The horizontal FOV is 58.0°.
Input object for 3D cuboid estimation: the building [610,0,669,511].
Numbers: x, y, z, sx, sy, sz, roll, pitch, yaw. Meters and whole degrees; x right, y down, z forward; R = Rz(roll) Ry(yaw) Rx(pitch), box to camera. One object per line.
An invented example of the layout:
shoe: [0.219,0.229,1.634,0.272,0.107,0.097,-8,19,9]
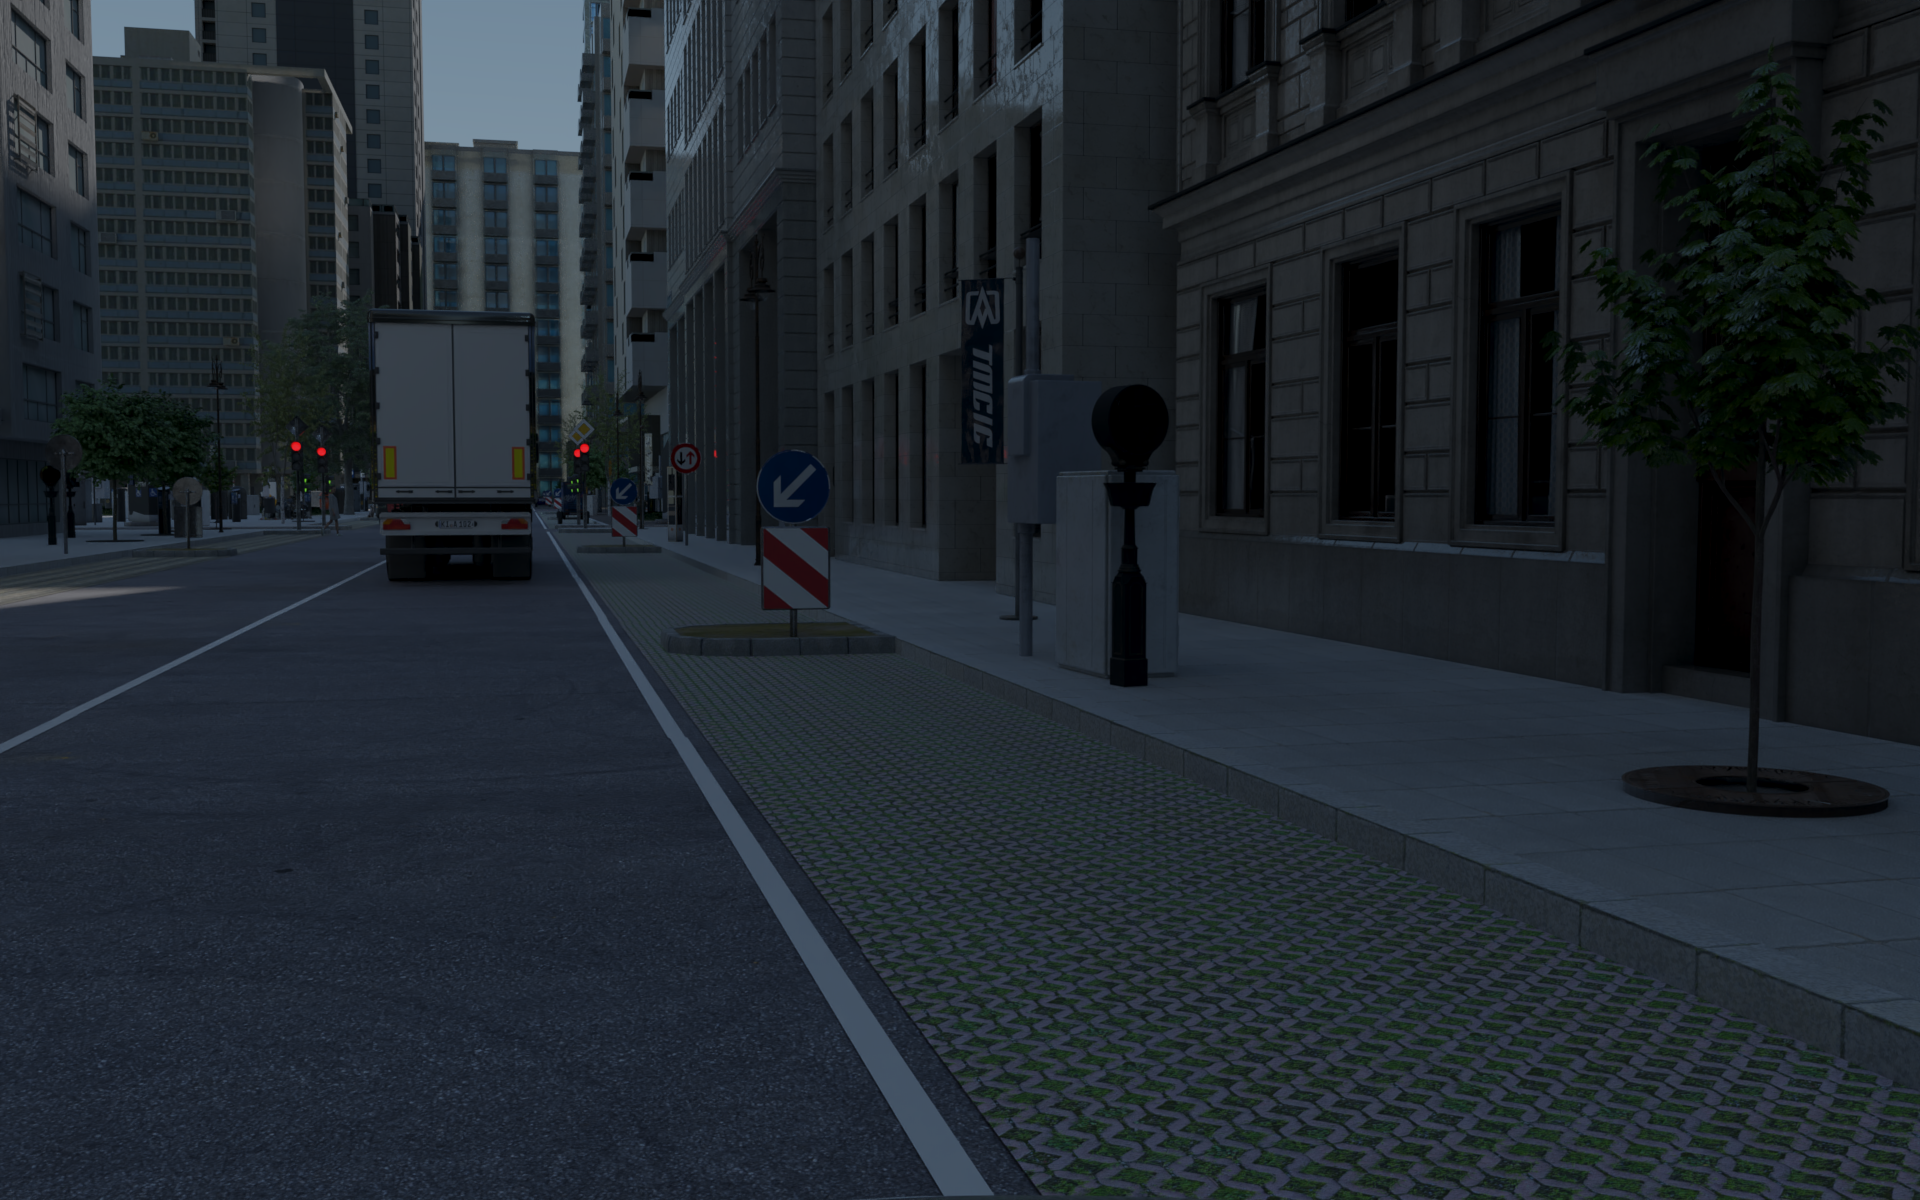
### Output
building: [-11.813,-33.069,129.909,28.713,52.752,27.495,-1,4,-14]

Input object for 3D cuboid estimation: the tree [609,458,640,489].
tree: [-18.082,-5.983,92.428,1.663,3.219,1.824,0,3,0]

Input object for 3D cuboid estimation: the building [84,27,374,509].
building: [-66.195,-27.974,149.255,32.217,40.220,23.993,-1,4,-14]

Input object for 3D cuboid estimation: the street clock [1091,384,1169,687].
street clock: [1.131,-0.427,11.552,0.471,2.002,0.358,-2,4,-26]

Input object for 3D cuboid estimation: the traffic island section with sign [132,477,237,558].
traffic island section with sign: [-17.827,-1.915,39.938,1.989,1.847,2.006,-1,4,-14]

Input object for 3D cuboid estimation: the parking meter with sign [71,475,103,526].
parking meter with sign: [-39.127,-4.954,77.259,0.543,3.016,1.738,1,4,20]

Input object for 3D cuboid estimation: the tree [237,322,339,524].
tree: [-29.231,-7.615,74.862,4.737,8.622,4.395,0,3,0]

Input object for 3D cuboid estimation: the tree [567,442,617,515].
tree: [-22.708,-7.582,107.687,4.285,4.588,4.351,0,3,0]

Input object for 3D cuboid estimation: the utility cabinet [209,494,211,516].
utility cabinet: [-44.073,-5.612,100.441,1.173,1.500,0.318,0,4,4]

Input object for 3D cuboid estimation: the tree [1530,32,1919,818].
tree: [3.492,-0.778,7.323,1.663,3.219,1.824,0,3,0]

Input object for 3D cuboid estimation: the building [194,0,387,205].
building: [-87.417,-48.290,227.796,20.611,71.187,20.563,-1,4,-14]

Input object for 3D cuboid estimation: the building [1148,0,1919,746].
building: [9.006,-8.958,11.094,10.561,19.102,19.286,-1,4,-14]

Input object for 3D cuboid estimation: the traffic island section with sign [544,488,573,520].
traffic island section with sign: [-21.917,-5.357,96.221,1.989,1.847,2.006,-1,4,-14]

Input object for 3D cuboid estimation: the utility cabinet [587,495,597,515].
utility cabinet: [-22.263,-5.725,104.765,0.306,1.237,1.020,-2,4,-31]

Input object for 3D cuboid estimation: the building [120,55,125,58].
building: [-93.490,-34.986,195.714,21.600,48.544,21.300,-1,4,-14]

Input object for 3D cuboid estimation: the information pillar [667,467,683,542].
information pillar: [-7.655,-2.573,46.559,0.304,2.012,0.304,2,4,29]

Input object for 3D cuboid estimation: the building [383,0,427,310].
building: [-73.241,-46.653,201.030,20.611,71.187,20.563,-1,4,-14]

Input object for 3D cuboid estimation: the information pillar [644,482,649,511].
information pillar: [-19.046,-6.179,105.511,0.304,2.012,0.304,1,4,14]

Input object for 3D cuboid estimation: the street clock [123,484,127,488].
street clock: [-58.868,-7.204,122.354,0.358,2.002,0.471,1,4,20]

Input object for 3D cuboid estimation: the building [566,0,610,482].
building: [-35.232,-54.554,204.635,22.319,86.520,31.000,-1,4,-14]

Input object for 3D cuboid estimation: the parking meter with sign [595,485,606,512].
parking meter with sign: [-25.422,-7.635,121.085,1.738,3.016,0.543,2,4,29]

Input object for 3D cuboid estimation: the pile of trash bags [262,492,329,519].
pile of trash bags: [-34.497,-4.930,90.349,1.912,1.369,3.447,3,5,43]

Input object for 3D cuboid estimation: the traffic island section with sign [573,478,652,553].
traffic island section with sign: [-8.398,-2.072,42.513,1.989,1.847,2.006,-1,4,-14]

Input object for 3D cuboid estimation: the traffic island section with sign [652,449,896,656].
traffic island section with sign: [-1.766,-0.461,16.163,1.989,1.847,2.006,-1,4,-14]

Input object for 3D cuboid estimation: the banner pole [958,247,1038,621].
banner pole: [0.384,-1.695,17.723,0.863,3.779,0.401,1,4,19]

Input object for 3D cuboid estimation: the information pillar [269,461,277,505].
information pillar: [-46.739,-7.736,117.832,0.504,3.616,0.183,0,4,5]

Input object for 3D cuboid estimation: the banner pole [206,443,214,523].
banner pole: [-33.831,-5.397,78.250,0.401,3.779,0.863,1,4,12]

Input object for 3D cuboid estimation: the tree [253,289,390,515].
tree: [-37.864,-12.230,106.623,9.857,13.997,8.962,0,3,0]

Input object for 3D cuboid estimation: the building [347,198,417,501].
building: [-61.519,-24.382,170.340,14.160,30.474,14.107,-1,4,-14]

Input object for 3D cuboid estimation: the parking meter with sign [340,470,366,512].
parking meter with sign: [-43.274,-7.792,123.665,0.543,3.016,1.738,2,4,32]

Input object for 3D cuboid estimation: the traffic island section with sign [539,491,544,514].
traffic island section with sign: [-28.560,-6.971,122.611,1.989,1.847,2.006,-1,4,-14]

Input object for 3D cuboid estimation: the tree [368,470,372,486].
tree: [-44.291,-9.202,134.166,4.285,4.588,4.351,0,3,0]

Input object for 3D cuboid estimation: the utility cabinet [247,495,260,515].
utility cabinet: [-43.016,-5.740,105.014,0.306,1.237,1.020,3,4,38]

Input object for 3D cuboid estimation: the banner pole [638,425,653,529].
banner pole: [-11.395,-4.458,62.898,0.401,3.779,0.863,-3,5,-44]

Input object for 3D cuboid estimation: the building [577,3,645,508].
building: [-26.940,-33.996,175.449,23.786,49.044,30.456,-1,4,-14]

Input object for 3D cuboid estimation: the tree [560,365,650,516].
tree: [-20.079,-9.159,100.111,4.737,8.622,4.395,0,3,0]

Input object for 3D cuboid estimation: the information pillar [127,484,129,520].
information pillar: [-39.958,-4.836,83.557,0.304,2.012,0.304,-1,4,-13]

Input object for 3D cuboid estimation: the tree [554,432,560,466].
tree: [-34.347,-12.565,155.801,4.737,8.622,4.395,0,3,0]

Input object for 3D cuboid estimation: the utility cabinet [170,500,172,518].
utility cabinet: [-42.321,-5.126,92.496,0.318,1.500,1.173,-2,4,-28]

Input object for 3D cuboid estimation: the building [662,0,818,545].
building: [-2.008,-16.707,50.649,11.434,29.767,29.804,-1,4,-14]

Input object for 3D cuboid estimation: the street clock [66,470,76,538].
street clock: [-25.961,-2.811,50.530,0.358,2.002,0.471,0,4,-7]

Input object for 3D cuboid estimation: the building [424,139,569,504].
building: [-63.181,-37.747,236.778,30.456,49.044,23.786,-1,4,-14]

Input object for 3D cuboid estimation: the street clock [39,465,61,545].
street clock: [-22.849,-2.384,43.549,0.471,2.002,0.358,-2,4,-24]

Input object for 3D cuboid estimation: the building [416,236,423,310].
building: [-64.833,-25.256,184.640,14.160,30.474,14.107,-1,4,-14]

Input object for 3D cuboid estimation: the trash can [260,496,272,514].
trash can: [-42.934,-5.845,107.225,0.748,1.137,0.748,0,3,0]

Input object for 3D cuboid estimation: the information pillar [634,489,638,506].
information pillar: [-27.266,-8.641,145.774,0.304,2.012,0.304,-2,4,-25]

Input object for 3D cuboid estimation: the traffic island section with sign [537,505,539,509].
traffic island section with sign: [-40.837,-9.956,171.407,1.989,1.847,2.006,-1,4,-14]

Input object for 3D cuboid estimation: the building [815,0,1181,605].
building: [4.139,-10.625,28.466,10.420,20.320,16.860,-1,4,-14]

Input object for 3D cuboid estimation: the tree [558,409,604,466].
tree: [-32.759,-12.207,149.948,4.360,8.622,3.978,0,3,0]

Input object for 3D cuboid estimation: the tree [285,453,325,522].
tree: [-30.365,-5.223,80.004,1.663,3.219,1.824,0,3,0]

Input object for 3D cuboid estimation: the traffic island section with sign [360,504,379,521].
traffic island section with sign: [-31.390,-5.213,93.855,1.989,1.847,2.006,-1,4,-14]

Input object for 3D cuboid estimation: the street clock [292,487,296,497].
street clock: [-52.689,-8.121,137.342,0.471,2.002,0.358,-1,4,-12]

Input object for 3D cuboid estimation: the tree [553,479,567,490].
tree: [-48.882,-13.258,211.361,1.663,3.219,1.824,0,3,0]

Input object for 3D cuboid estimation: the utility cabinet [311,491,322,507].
utility cabinet: [-47.713,-7.302,128.068,0.318,1.500,1.173,2,4,26]

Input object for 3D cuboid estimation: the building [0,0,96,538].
building: [-34.795,-22.544,52.188,14.086,41.232,14.154,-1,4,-14]
